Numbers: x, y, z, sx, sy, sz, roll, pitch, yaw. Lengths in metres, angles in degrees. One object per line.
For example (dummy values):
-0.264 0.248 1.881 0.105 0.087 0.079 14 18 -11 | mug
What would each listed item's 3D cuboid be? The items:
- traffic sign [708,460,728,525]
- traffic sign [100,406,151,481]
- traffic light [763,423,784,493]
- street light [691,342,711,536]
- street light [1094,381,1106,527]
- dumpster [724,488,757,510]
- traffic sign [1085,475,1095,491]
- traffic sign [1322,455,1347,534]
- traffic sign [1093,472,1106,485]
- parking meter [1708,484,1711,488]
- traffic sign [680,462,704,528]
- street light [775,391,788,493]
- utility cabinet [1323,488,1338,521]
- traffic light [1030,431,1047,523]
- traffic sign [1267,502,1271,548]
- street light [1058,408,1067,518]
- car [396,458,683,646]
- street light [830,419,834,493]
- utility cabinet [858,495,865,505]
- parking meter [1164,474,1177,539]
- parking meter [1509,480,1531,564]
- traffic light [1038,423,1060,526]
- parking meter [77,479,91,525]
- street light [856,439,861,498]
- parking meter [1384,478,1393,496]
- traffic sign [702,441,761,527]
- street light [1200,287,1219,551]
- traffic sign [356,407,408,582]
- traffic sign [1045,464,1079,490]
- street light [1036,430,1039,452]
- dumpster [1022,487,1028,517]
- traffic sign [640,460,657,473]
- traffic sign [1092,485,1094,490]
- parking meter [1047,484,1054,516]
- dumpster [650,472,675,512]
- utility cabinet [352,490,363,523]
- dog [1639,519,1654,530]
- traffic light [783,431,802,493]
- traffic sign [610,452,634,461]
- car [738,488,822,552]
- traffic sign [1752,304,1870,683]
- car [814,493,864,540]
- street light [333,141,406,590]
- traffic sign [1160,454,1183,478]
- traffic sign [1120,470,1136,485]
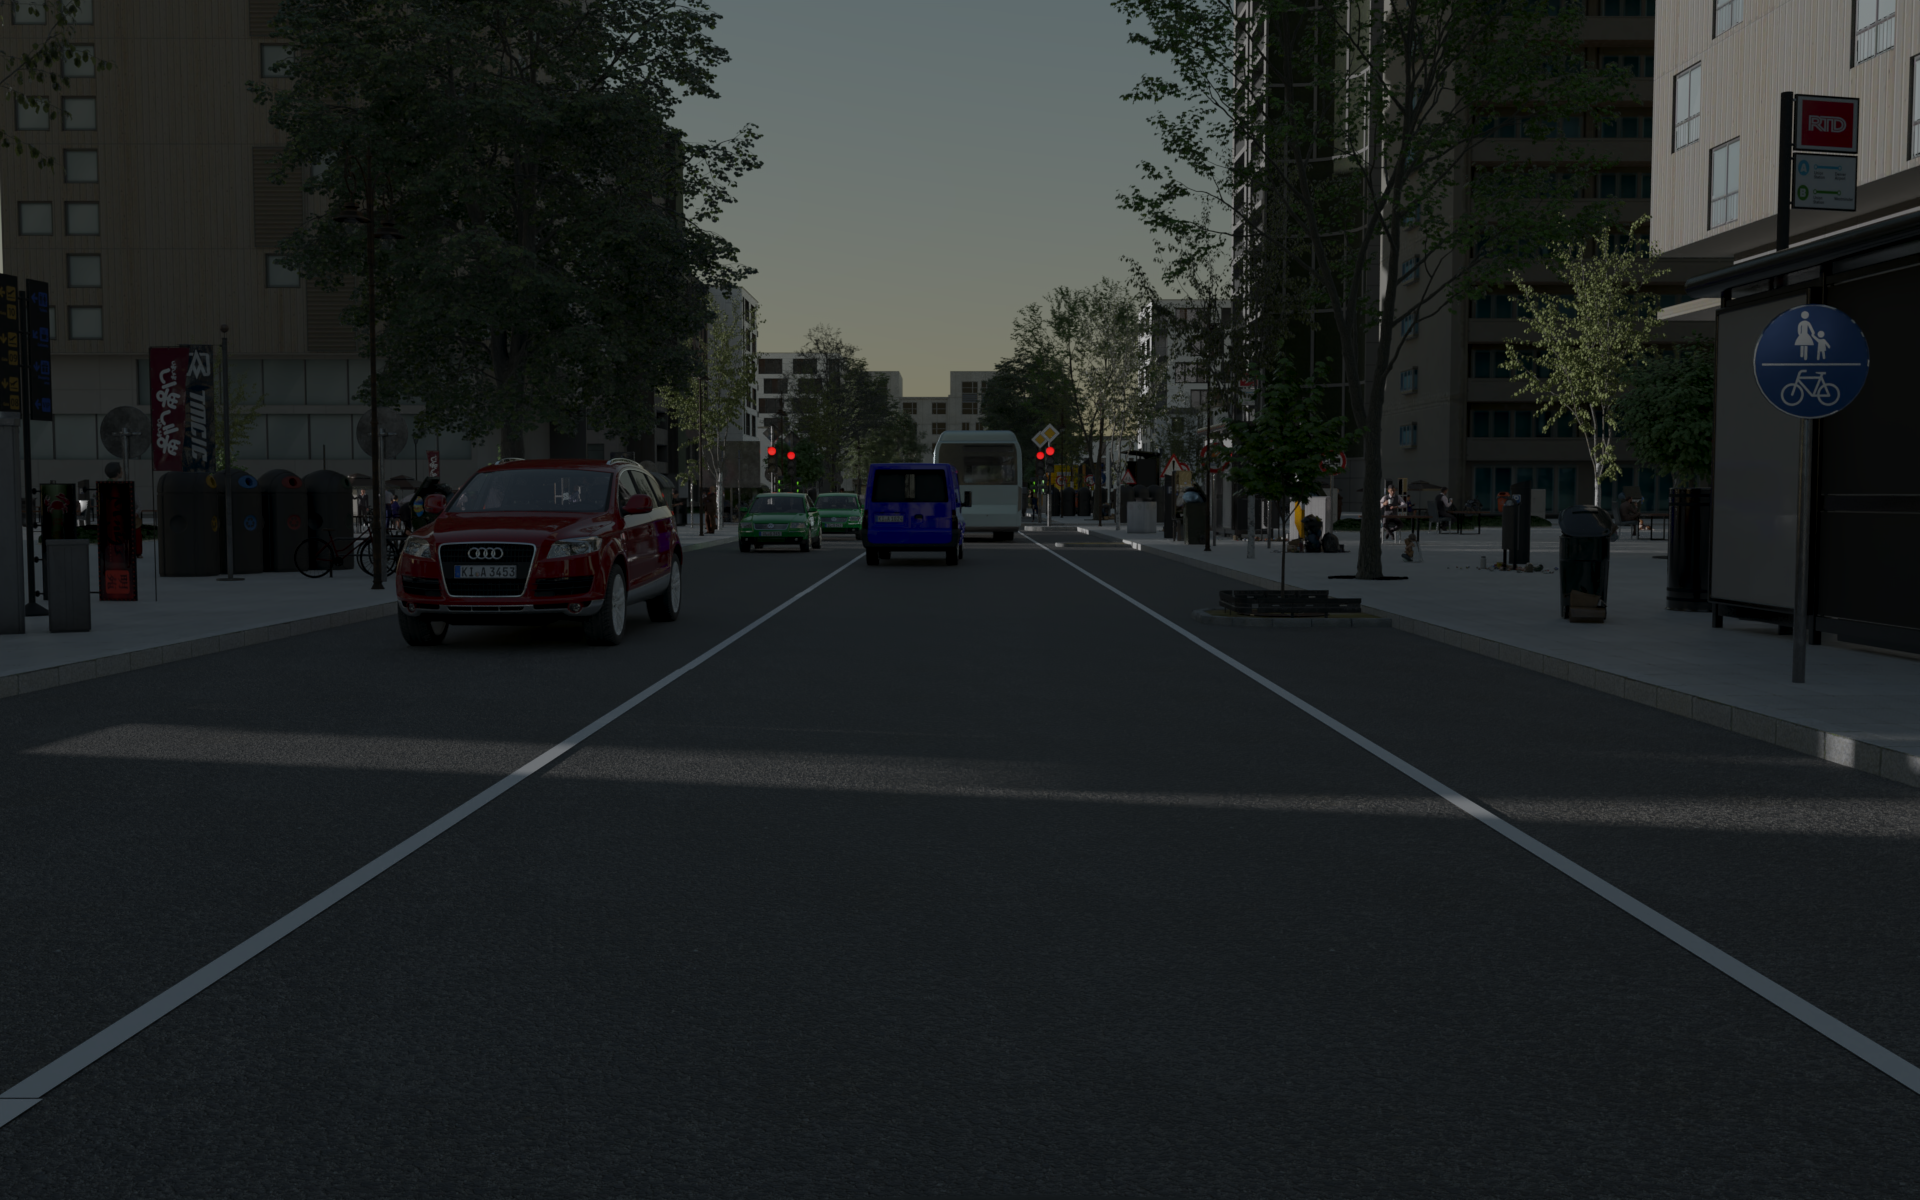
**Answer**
-9.168 -4.002 65.544 0.768 2.556 0.104 0 4 7 | traffic sign
-12.040 -1.524 25.029 0.768 2.556 0.104 0 4 1 | traffic sign
-7.417 -4.884 68.780 0.839 4.253 0.868 0 3 0 | traffic light
-7.902 -4.893 52.780 0.468 5.910 1.993 0 3 0 | street light
5.537 -5.838 68.237 0.468 5.910 1.993 0 3 0 | street light
-10.484 -4.883 82.335 1.502 2.255 1.985 0 4 0 | dumpster
8.494 -6.894 112.827 0.768 2.556 0.104 0 4 8 | traffic sign
10.221 -2.905 47.610 0.768 2.556 0.104 0 4 2 | traffic sign
7.770 -5.904 96.631 0.768 2.556 0.104 0 4 1 | traffic sign
34.854 -4.555 80.184 0.399 1.863 0.255 0 4 -5 | parking meter
-10.106 -3.994 65.300 0.884 2.594 0.081 0 4 3 | traffic sign
-7.977 -6.414 77.658 0.468 5.910 1.993 0 3 0 | street light
14.360 -3.671 68.707 1.173 1.500 0.318 1 4 17 | utility cabinet
3.530 -5.375 76.801 0.839 4.253 0.868 0 3 0 | traffic light
7.291 -2.488 40.785 0.768 2.556 0.104 0 4 2 | traffic sign
5.497 -7.371 93.307 0.468 5.910 1.993 0 3 0 | street light
-4.212 -0.572 18.032 2.281 1.827 5.304 0 4 0 | car
-7.849 -8.205 106.932 0.468 5.910 1.993 0 3 0 | street light
-8.192 -7.968 141.437 1.020 1.237 0.306 1 4 20 | utility cabinet
6.102 -2.712 50.056 0.399 1.863 0.255 0 4 3 | parking meter
10.271 -1.428 31.764 0.372 1.533 0.369 0 3 0 | parking meter
3.545 -4.887 68.816 0.839 4.253 0.868 0 3 0 | traffic light
-34.933 -3.875 69.060 0.399 1.863 0.255 1 4 14 | parking meter
-7.938 -9.987 136.071 0.468 5.910 1.993 0 3 0 | street light
15.956 -3.597 64.519 0.255 1.863 0.399 0 4 7 | parking meter
-8.777 -4.432 66.341 2.265 3.308 0.079 0 4 1 | traffic sign
5.572 -4.037 38.797 0.468 5.910 1.993 0 3 0 | street light
-8.427 -1.539 25.266 0.768 2.556 0.104 0 4 3 | traffic sign
6.952 -7.604 118.202 2.265 3.308 0.079 1 4 9 | traffic sign
5.490 -9.154 122.461 0.468 5.910 1.993 0 3 0 | street light
3.228 -6.056 107.228 1.865 1.857 1.264 0 4 -2 | dumpster
-11.863 -4.008 65.638 0.768 2.556 0.104 0 4 2 | traffic sign
9.401 -8.680 135.792 2.265 3.308 0.079 0 4 4 | traffic sign
5.202 -5.727 99.344 0.399 1.863 0.255 0 4 7 | parking meter
-8.055 -2.359 44.336 1.264 1.857 1.865 0 3 0 | dumpster
-26.855 -4.137 76.317 1.173 1.500 0.318 2 4 29 | utility cabinet
24.300 -2.676 61.488 0.550 0.427 0.748 0 4 -1 | dog
-7.431 -5.373 76.765 0.839 4.253 0.868 0 3 0 | traffic light
-8.183 -2.437 41.970 0.606 2.300 0.079 1 4 9 | traffic sign
-4.554 -2.162 44.153 1.959 1.807 4.718 0 4 1 | car
5.708 -0.710 11.711 0.768 2.556 0.104 0 4 2 | traffic sign
-3.909 -2.850 55.393 1.959 1.807 4.718 0 4 -1 | car
-7.849 -3.082 23.171 0.468 5.910 1.993 0 3 0 | street light
6.862 -3.405 55.679 0.884 2.594 0.081 0 4 7 | traffic sign
8.780 -5.537 90.539 0.884 2.594 0.081 1 4 8 | traffic sign
